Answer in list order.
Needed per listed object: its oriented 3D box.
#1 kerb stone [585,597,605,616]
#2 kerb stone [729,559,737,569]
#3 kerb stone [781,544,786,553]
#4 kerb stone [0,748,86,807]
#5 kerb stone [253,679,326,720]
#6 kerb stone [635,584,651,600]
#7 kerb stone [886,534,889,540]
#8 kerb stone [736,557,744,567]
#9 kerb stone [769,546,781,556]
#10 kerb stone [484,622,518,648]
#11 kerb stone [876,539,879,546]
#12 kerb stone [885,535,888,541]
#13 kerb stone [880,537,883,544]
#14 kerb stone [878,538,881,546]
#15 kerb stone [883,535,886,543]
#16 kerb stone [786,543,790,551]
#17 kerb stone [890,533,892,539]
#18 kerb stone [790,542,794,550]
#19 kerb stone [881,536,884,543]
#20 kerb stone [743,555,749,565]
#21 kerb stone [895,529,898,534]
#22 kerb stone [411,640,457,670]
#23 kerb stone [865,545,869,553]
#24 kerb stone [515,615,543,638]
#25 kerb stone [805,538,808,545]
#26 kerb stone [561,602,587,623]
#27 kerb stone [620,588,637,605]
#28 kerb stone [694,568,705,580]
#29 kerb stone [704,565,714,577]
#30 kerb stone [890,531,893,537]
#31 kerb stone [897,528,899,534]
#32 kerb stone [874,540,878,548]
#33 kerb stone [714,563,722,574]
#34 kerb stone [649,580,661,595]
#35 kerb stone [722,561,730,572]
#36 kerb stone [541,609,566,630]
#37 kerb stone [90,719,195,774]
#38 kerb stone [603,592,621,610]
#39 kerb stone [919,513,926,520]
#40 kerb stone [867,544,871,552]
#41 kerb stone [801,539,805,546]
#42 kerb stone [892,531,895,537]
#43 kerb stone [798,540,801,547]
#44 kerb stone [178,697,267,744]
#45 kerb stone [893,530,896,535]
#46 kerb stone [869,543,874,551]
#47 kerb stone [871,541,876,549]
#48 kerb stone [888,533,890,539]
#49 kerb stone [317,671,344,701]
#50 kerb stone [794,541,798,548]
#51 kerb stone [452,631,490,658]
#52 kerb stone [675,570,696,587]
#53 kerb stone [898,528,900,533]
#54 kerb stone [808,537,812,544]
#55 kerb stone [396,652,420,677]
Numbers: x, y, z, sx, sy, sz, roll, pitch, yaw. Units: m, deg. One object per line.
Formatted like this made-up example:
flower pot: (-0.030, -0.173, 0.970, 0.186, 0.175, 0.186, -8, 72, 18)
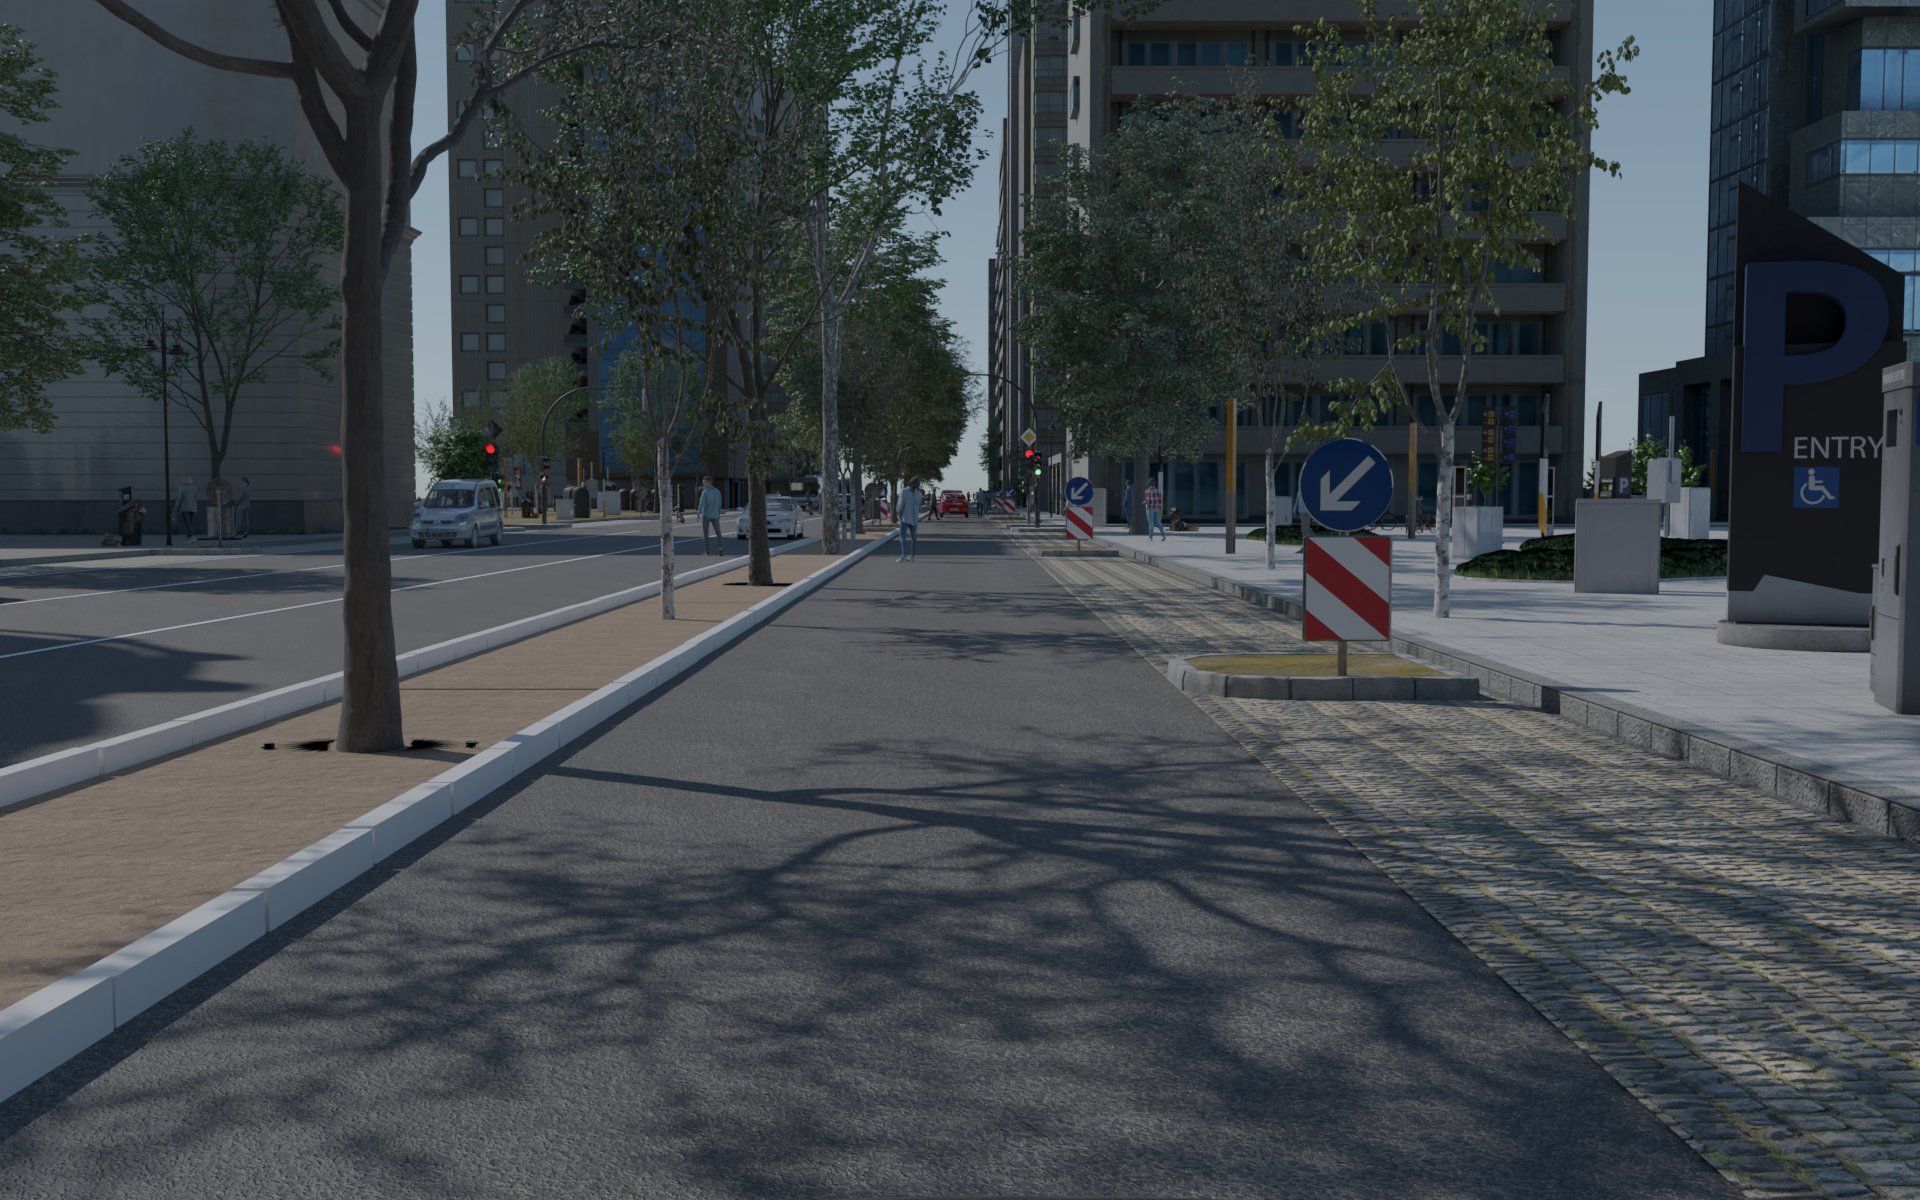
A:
kerb stone: (-4.411, 0.105, 20.571, 0.120, 0.150, 1.000, 0, 3, 0)
kerb stone: (-4.396, -0.651, 32.847, 0.120, 0.150, 1.000, 0, 3, 0)
kerb stone: (-4.403, -1.216, 42.077, 0.120, 0.150, 1.000, 0, 3, 0)
kerb stone: (-4.418, 0.852, 8.266, 0.120, 0.150, 1.000, 0, 3, 0)
kerb stone: (-4.418, 0.663, 11.354, 0.120, 0.150, 1.000, 0, 3, 0)
kerb stone: (-4.407, -0.088, 23.640, 0.120, 0.150, 1.000, 0, 3, 0)
kerb stone: (-2.298, -1.841, 52.313, 0.120, 0.150, 1.000, 0, 3, 0)
kerb stone: (-4.405, -0.714, 33.869, 0.120, 0.150, 1.000, 0, 3, 0)
kerb stone: (-4.405, -1.153, 41.049, 0.120, 0.150, 1.000, 0, 3, 0)
kerb stone: (-4.413, 0.350, 16.473, 0.120, 0.150, 1.000, 0, 3, 0)
kerb stone: (-2.297, -1.465, 46.155, 0.120, 0.150, 1.000, 0, 3, 0)
kerb stone: (-2.290, -1.779, 51.281, 0.120, 0.150, 1.000, 0, 3, 0)
kerb stone: (-2.302, -1.590, 48.199, 0.120, 0.150, 1.000, 0, 3, 0)
kerb stone: (-2.295, -1.522, 47.177, 0.120, 0.150, 1.000, 0, 3, 0)
kerb stone: (-2.299, -1.713, 50.246, 0.120, 0.150, 1.000, 0, 3, 0)
kerb stone: (-4.394, -1.279, 43.103, 0.120, 0.150, 1.000, 0, 3, 0)
kerb stone: (-2.294, -1.968, 54.368, 0.120, 0.150, 1.000, 0, 3, 0)
kerb stone: (-4.396, -1.341, 44.125, 0.120, 0.150, 1.000, 0, 3, 0)
kerb stone: (-2.300, -1.652, 49.223, 0.120, 0.150, 1.000, 0, 3, 0)
kerb stone: (-4.401, -0.773, 34.893, 0.120, 0.150, 1.000, 0, 3, 0)
kerb stone: (-2.292, -2.281, 59.487, 0.120, 0.150, 1.000, 0, 3, 0)
kerb stone: (-4.415, 0.475, 14.424, 0.120, 0.150, 1.000, 0, 3, 0)
kerb stone: (-2.303, -1.152, 41.028, 0.120, 0.150, 1.000, 0, 3, 0)
kerb stone: (-4.418, 0.288, 17.495, 0.120, 0.150, 1.000, 0, 3, 0)
kerb stone: (-4.403, -1.592, 48.217, 0.120, 0.150, 1.000, 0, 3, 0)
kerb stone: (-4.413, 0.162, 19.548, 0.120, 0.150, 1.000, 0, 3, 0)
kerb stone: (-4.409, -0.022, 22.618, 0.120, 0.150, 1.000, 0, 3, 0)
kerb stone: (-4.413, -0.401, 28.756, 0.120, 0.150, 1.000, 0, 3, 0)
kerb stone: (-4.403, -0.464, 29.778, 0.120, 0.150, 1.000, 0, 3, 0)
kerb stone: (-2.294, -2.026, 55.390, 0.120, 0.150, 1.000, 0, 3, 0)
kerb stone: (-2.292, -2.339, 60.511, 0.120, 0.150, 1.000, 0, 3, 0)
kerb stone: (-2.298, -1.403, 45.132, 0.120, 0.150, 1.000, 0, 3, 0)
kerb stone: (-4.403, -0.524, 30.800, 0.120, 0.150, 1.000, 0, 3, 0)
kerb stone: (-4.406, -0.151, 24.663, 0.120, 0.150, 1.000, 0, 3, 0)
kerb stone: (-4.401, -0.589, 31.824, 0.120, 0.150, 1.000, 0, 3, 0)
kerb stone: (-4.411, 0.226, 18.522, 0.120, 0.150, 1.000, 0, 3, 0)
kerb stone: (-4.405, 0.792, 9.299, 0.120, 0.150, 1.000, 0, 3, 0)
kerb stone: (-4.412, 0.037, 21.596, 0.120, 0.150, 1.000, 0, 3, 0)
kerb stone: (-2.271, -5.068, 105.153, 0.120, 0.150, 1.000, 0, 3, 0)
kerb stone: (-2.300, -1.215, 42.054, 0.120, 0.150, 1.000, 0, 3, 0)
kerb stone: (-4.399, -1.528, 47.193, 0.120, 0.150, 1.000, 0, 3, 0)
kerb stone: (-2.292, -2.089, 56.412, 0.120, 0.150, 1.000, 0, 3, 0)
kerb stone: (-4.401, -1.466, 46.170, 0.120, 0.150, 1.000, 0, 3, 0)
kerb stone: (-4.409, 0.726, 10.321, 0.120, 0.150, 1.000, 0, 3, 0)
kerb stone: (-2.288, -2.153, 57.443, 0.120, 0.150, 1.000, 0, 3, 0)
kerb stone: (-2.300, -1.277, 43.084, 0.120, 0.150, 1.000, 0, 3, 0)
kerb stone: (-2.298, -1.340, 44.110, 0.120, 0.150, 1.000, 0, 3, 0)
kerb stone: (-2.300, -1.905, 53.338, 0.120, 0.150, 1.000, 0, 3, 0)
kerb stone: (-4.412, 0.601, 12.379, 0.120, 0.150, 1.000, 0, 3, 0)
kerb stone: (-4.404, -1.401, 45.148, 0.120, 0.150, 1.000, 0, 3, 0)
kerb stone: (-4.416, 0.413, 15.450, 0.120, 0.150, 1.000, 0, 3, 0)
kerb stone: (-4.412, -0.338, 27.729, 0.120, 0.150, 1.000, 0, 3, 0)
kerb stone: (-2.291, -2.406, 61.535, 0.120, 0.150, 1.000, 0, 3, 0)
kerb stone: (-4.392, -1.654, 49.240, 0.120, 0.150, 1.000, 0, 3, 0)
kerb stone: (-4.417, 0.542, 13.402, 0.120, 0.150, 1.000, 0, 3, 0)
